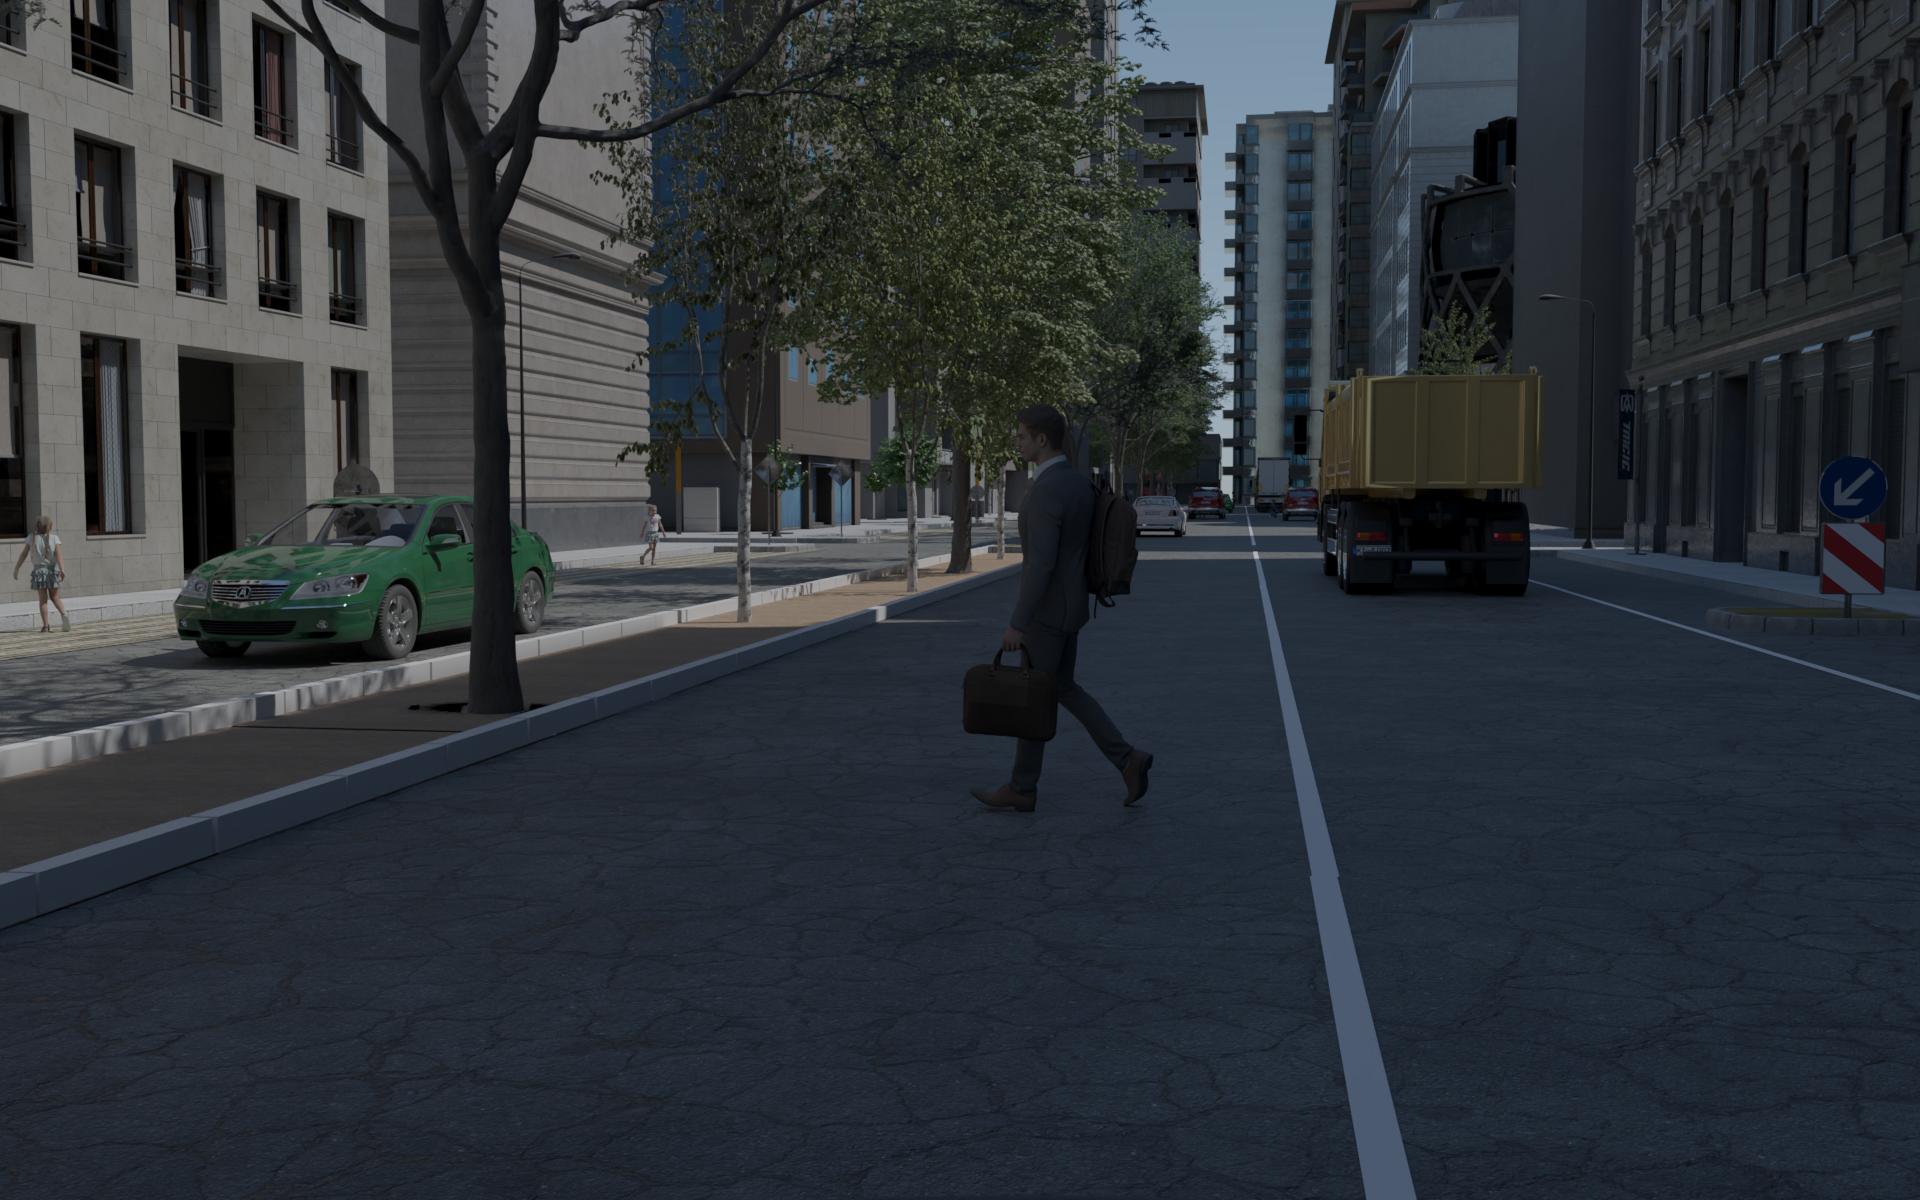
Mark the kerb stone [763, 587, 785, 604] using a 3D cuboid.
[{"bbox_3d":[-2.534,-0.042,22.883,0.120,0.150,1.000,1,4,9],"label":"kerb stone"}]

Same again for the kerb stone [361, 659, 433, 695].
[{"bbox_3d":[-4.194,0.577,12.761,0.120,0.150,1.000,1,4,9],"label":"kerb stone"}]

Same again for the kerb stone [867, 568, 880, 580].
[{"bbox_3d":[-1.549,-0.410,28.963,0.120,0.150,1.000,1,4,9],"label":"kerb stone"}]

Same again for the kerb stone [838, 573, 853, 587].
[{"bbox_3d":[-1.872,-0.290,26.931,0.120,0.150,1.000,1,4,9],"label":"kerb stone"}]

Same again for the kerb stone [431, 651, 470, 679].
[{"bbox_3d":[-4.021,0.519,13.768,0.120,0.150,1.000,1,4,9],"label":"kerb stone"}]

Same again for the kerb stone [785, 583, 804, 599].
[{"bbox_3d":[-2.366,-0.104,23.891,0.120,0.150,1.000,1,4,9],"label":"kerb stone"}]

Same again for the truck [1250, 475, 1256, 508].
[{"bbox_3d":[31.134,-10.985,175.530,3.469,3.379,9.791,1,4,9],"label":"truck"}]

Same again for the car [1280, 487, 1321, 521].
[{"bbox_3d":[18.410,-5.173,93.257,2.281,1.827,5.304,1,4,10],"label":"car"}]

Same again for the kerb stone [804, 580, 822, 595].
[{"bbox_3d":[-2.200,-0.165,24.906,0.120,0.150,1.000,1,4,9],"label":"kerb stone"}]

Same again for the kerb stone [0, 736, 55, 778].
[{"bbox_3d":[-4.852,0.829,8.706,0.120,0.150,1.000,1,4,9],"label":"kerb stone"}]

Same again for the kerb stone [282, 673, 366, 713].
[{"bbox_3d":[-4.358,0.639,11.752,0.120,0.150,1.000,1,4,9],"label":"kerb stone"}]

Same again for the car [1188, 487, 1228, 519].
[{"bbox_3d":[14.248,-5.573,99.793,2.281,1.827,5.304,1,4,10],"label":"car"}]

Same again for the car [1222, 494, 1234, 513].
[{"bbox_3d":[19.906,-7.546,132.181,1.959,1.807,4.718,1,4,11],"label":"car"}]

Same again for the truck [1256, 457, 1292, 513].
[{"bbox_3d":[24.803,-9.049,136.863,2.839,4.237,11.283,1,4,10],"label":"truck"}]

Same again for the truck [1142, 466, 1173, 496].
[{"bbox_3d":[20.077,-11.413,175.516,2.839,4.237,11.283,1,4,9],"label":"truck"}]

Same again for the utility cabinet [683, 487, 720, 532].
[{"bbox_3d":[-8.625,-3.009,57.875,1.173,1.500,0.318,1,4,11],"label":"utility cabinet"}]

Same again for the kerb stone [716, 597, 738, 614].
[{"bbox_3d":[-2.864,0.090,20.859,0.120,0.150,1.000,1,4,9],"label":"kerb stone"}]

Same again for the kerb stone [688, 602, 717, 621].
[{"bbox_3d":[-3.024,0.150,19.849,0.120,0.150,1.000,1,4,9],"label":"kerb stone"}]

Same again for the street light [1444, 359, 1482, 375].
[{"bbox_3d":[17.323,-5.325,59.609,1.470,5.913,1.316,1,4,9],"label":"street light"}]

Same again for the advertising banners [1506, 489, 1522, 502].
[{"bbox_3d":[15.515,-3.185,48.269,0.090,3.025,2.074,0,4,4],"label":"advertising banners"}]

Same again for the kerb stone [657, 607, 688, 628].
[{"bbox_3d":[-3.197,0.206,18.832,0.120,0.150,1.000,1,4,9],"label":"kerb stone"}]

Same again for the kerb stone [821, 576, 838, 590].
[{"bbox_3d":[-2.035,-0.228,25.920,0.120,0.150,1.000,1,4,9],"label":"kerb stone"}]

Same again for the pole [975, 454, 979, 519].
[{"bbox_3d":[0.875,-5.722,87.401,0.158,3.312,0.155,0,3,0],"label":"pole"}]

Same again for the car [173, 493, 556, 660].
[{"bbox_3d":[-5.496,-0.292,16.577,2.131,1.459,4.920,1,4,10],"label":"car"}]

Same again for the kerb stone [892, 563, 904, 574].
[{"bbox_3d":[-1.212,-0.534,30.985,0.120,0.150,1.000,1,4,9],"label":"kerb stone"}]

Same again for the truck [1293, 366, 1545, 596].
[{"bbox_3d":[7.299,-1.971,28.156,3.469,3.379,9.791,1,4,9],"label":"truck"}]

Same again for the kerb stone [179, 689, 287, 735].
[{"bbox_3d":[-4.520,0.701,10.739,0.120,0.150,1.000,1,4,9],"label":"kerb stone"}]

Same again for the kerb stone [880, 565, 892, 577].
[{"bbox_3d":[-1.372,-0.476,29.975,0.120,0.150,1.000,1,4,9],"label":"kerb stone"}]

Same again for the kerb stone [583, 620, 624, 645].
[{"bbox_3d":[-3.522,0.330,16.806,0.120,0.150,1.000,1,4,9],"label":"kerb stone"}]

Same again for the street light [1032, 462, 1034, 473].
[{"bbox_3d":[5.386,-8.708,114.909,1.470,5.913,1.316,1,4,9],"label":"street light"}]

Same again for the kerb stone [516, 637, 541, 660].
[{"bbox_3d":[-3.858,0.454,14.777,0.120,0.150,1.000,1,4,9],"label":"kerb stone"}]

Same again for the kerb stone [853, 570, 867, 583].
[{"bbox_3d":[-1.712,-0.352,27.954,0.120,0.150,1.000,1,4,9],"label":"kerb stone"}]

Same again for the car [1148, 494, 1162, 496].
[{"bbox_3d":[17.566,-8.933,155.837,2.009,1.686,4.222,1,4,8],"label":"car"}]

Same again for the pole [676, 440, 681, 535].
[{"bbox_3d":[-8.924,-3.733,54.881,0.158,3.312,0.155,0,3,0],"label":"pole"}]

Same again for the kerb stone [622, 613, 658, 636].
[{"bbox_3d":[-3.356,0.270,17.821,0.120,0.150,1.000,1,4,9],"label":"kerb stone"}]

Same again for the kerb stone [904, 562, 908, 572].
[{"bbox_3d":[-1.039,-0.599,32.000,0.120,0.150,1.000,1,4,9],"label":"kerb stone"}]

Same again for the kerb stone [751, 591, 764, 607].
[{"bbox_3d":[-2.699,0.022,21.867,0.120,0.150,1.000,1,4,9],"label":"kerb stone"}]

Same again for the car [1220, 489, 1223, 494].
[{"bbox_3d":[20.267,-7.954,138.721,2.281,1.827,5.304,1,4,8],"label":"car"}]

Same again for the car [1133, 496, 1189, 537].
[{"bbox_3d":[6.727,-2.858,59.093,2.083,1.381,4.827,1,4,10],"label":"car"}]

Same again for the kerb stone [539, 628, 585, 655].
[{"bbox_3d":[-3.690,0.392,15.798,0.120,0.150,1.000,1,4,9],"label":"kerb stone"}]

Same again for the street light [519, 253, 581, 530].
[{"bbox_3d":[-7.977,-3.732,33.567,1.470,5.913,1.316,1,4,9],"label":"street light"}]

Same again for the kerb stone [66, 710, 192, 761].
[{"bbox_3d":[-4.685,0.768,9.728,0.120,0.150,1.000,1,4,9],"label":"kerb stone"}]

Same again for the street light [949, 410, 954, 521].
[{"bbox_3d":[0.207,-6.762,83.100,1.470,5.913,1.316,1,4,9],"label":"street light"}]

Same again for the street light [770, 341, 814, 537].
[{"bbox_3d":[-4.971,-4.837,51.619,1.470,5.913,1.316,1,4,9],"label":"street light"}]

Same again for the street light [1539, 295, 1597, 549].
[{"bbox_3d":[14.181,-4.153,40.435,1.470,5.913,1.316,1,4,9],"label":"street light"}]
